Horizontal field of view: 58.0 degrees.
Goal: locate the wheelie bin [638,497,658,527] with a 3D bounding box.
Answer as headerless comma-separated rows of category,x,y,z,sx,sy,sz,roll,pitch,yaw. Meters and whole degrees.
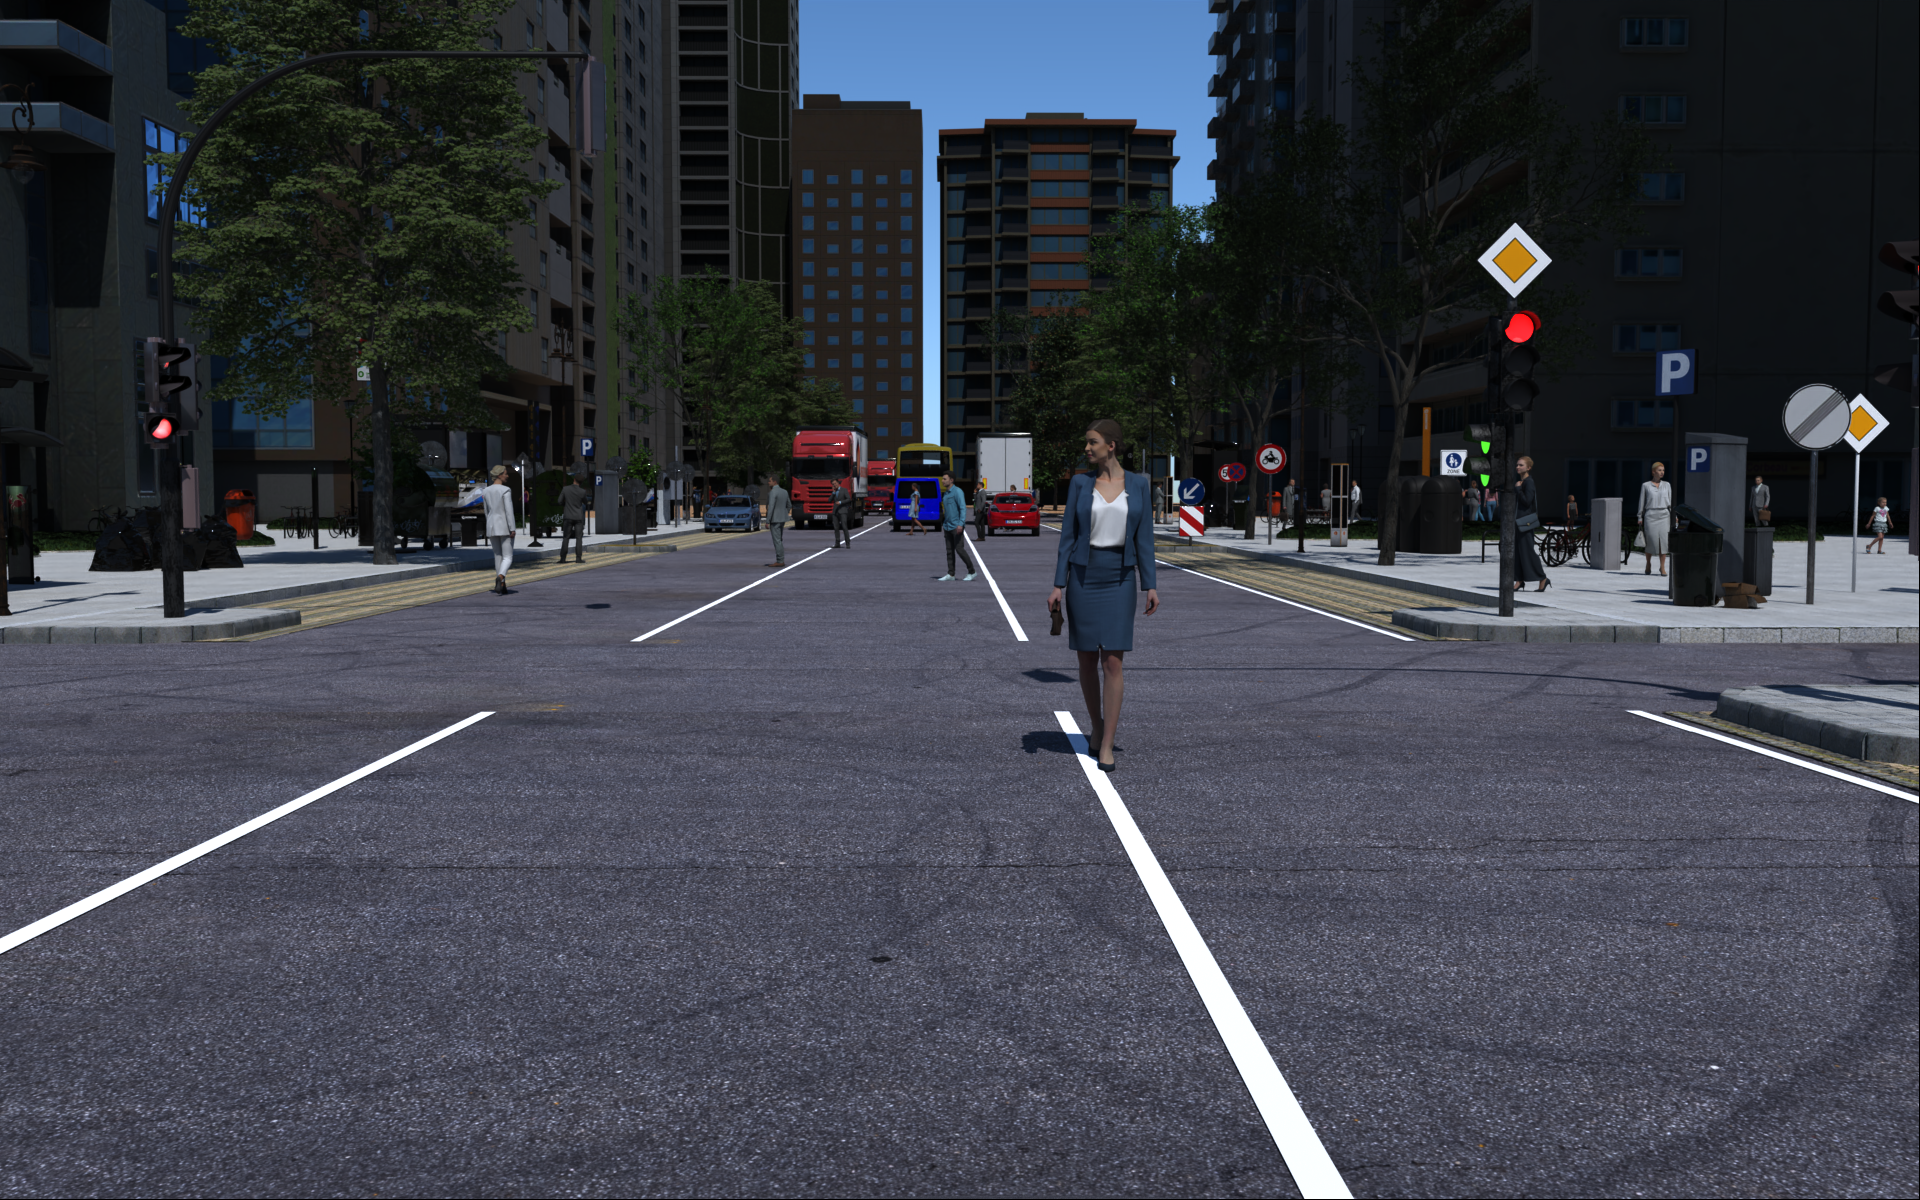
wheelie bin,-12.178,-3.639,67.410,0.693,1.594,0.980,1,4,12

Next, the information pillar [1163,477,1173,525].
information pillar,8.783,-4.193,73.042,0.304,2.012,0.304,-1,4,-22

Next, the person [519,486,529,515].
person,-23.858,-5.388,94.823,0.721,1.739,1.217,-3,4,-36

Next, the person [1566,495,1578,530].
person,20.011,-2.807,56.601,0.362,1.253,0.373,0,4,-7

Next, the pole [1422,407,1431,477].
pole,10.987,-2.875,40.842,0.158,3.312,0.155,0,3,0

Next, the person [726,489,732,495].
person,-19.223,-8.392,144.171,0.541,1.710,0.530,0,4,-3

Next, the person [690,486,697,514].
person,-16.883,-6.300,109.567,0.721,1.766,1.217,-2,4,-26

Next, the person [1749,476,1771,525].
person,23.534,-2.740,50.963,0.853,1.813,0.709,-3,5,-39

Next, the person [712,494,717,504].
person,-23.168,-9.439,163.610,0.697,1.427,0.421,3,4,38

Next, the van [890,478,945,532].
van,-1.653,-3.862,67.526,2.240,2.365,5.245,0,4,-1

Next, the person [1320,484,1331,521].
person,17.374,-4.619,81.928,0.716,1.782,0.532,-1,4,-8

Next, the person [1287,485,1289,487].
person,16.783,-5.008,88.519,0.643,1.750,0.593,-1,4,-23

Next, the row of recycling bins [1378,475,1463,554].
row of recycling bins,10.187,-1.925,38.585,1.069,1.692,3.534,0,4,-5

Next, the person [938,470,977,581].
person,-0.036,-1.229,28.609,0.620,1.820,0.660,-2,4,-33

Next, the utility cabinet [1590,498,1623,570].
utility cabinet,11.019,-1.126,29.573,0.306,1.237,1.020,0,4,8

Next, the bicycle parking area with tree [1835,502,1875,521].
bicycle parking area with tree,36.972,-4.688,63.652,9.016,4.147,8.231,2,4,32

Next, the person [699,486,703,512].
person,-18.106,-7.068,121.228,0.705,1.869,1.348,-2,4,-29

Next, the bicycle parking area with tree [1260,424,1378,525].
bicycle parking area with tree,16.733,-5.309,73.800,9.016,4.147,8.231,1,4,22

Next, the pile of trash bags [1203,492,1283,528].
pile of trash bags,10.831,-3.477,66.606,3.447,1.369,1.912,3,5,39

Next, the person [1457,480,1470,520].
person,17.526,-3.321,60.695,0.716,1.782,0.532,2,4,30

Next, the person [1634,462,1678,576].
person,10.964,-1.272,27.186,0.694,1.780,0.624,2,4,25

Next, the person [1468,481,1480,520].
person,19.410,-3.605,65.263,0.573,1.790,0.520,-3,4,-37

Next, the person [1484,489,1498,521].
person,20.577,-3.730,67.042,0.555,1.821,0.388,0,4,-8

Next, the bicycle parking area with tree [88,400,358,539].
bicycle parking area with tree,-21.214,-4.025,52.814,8.231,4.147,9.016,1,4,14

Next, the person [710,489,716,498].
person,-21.560,-8.715,149.242,1.217,1.735,0.721,1,4,9

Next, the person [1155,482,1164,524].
person,8.655,-4.192,74.759,0.466,1.800,0.511,-2,4,-28

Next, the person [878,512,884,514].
person,-5.615,-6.884,121.496,0.568,1.767,0.683,1,4,22

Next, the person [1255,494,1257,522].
person,13.328,-4.452,79.384,0.362,1.759,0.519,-3,5,-41

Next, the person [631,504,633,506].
person,-21.190,-6.492,112.196,0.705,1.822,1.348,-1,4,-10

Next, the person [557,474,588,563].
person,-8.003,-1.679,35.752,0.655,1.846,0.447,-1,4,-10

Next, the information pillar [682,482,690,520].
information pillar,-13.744,-5.042,86.936,0.304,2.012,0.304,1,4,13

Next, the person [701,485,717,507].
person,-15.538,-6.208,107.486,1.348,1.831,0.705,-3,5,-45

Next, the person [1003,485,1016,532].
person,1.891,-3.514,66.232,0.573,1.790,0.520,0,4,-8

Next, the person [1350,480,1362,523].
person,15.687,-3.828,68.737,0.850,1.850,0.679,0,4,-6

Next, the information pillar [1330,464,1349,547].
information pillar,9.193,-2.291,41.954,0.304,2.012,0.304,-3,5,-44

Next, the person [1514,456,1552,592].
person,7.441,-0.995,22.734,0.534,1.772,0.576,-1,4,-16

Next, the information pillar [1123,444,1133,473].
information pillar,7.820,-5.451,80.475,0.504,3.616,0.183,-1,4,-9

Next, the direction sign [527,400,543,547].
direction sign,-10.333,-3.061,42.049,0.379,3.537,0.876,0,4,2

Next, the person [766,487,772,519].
person,-7.909,-3.981,73.557,0.622,1.834,0.822,-1,4,-22

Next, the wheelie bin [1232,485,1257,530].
wheelie bin,10.093,-3.279,61.513,0.693,1.594,0.980,-3,5,-43

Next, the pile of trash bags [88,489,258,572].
pile of trash bags,-13.379,-1.249,30.173,1.912,1.369,3.447,1,4,10

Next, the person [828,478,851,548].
person,-3.178,-2.285,45.665,0.655,1.846,0.447,2,4,27

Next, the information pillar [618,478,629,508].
information pillar,-13.299,-3.913,68.469,0.304,2.012,0.304,3,5,44

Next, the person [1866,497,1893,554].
person,19.724,-1.594,37.122,0.505,1.210,0.382,-1,4,-15

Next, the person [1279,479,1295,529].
person,11.371,-3.262,59.474,0.694,1.812,0.767,-1,4,-20

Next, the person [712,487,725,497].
person,-18.259,-7.661,131.311,1.348,1.822,0.705,-2,4,-25

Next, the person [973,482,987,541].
person,0.600,-2.692,52.701,0.473,1.802,0.592,1,4,13

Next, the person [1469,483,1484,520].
person,20.982,-3.876,70.257,0.643,1.720,0.563,3,4,36
